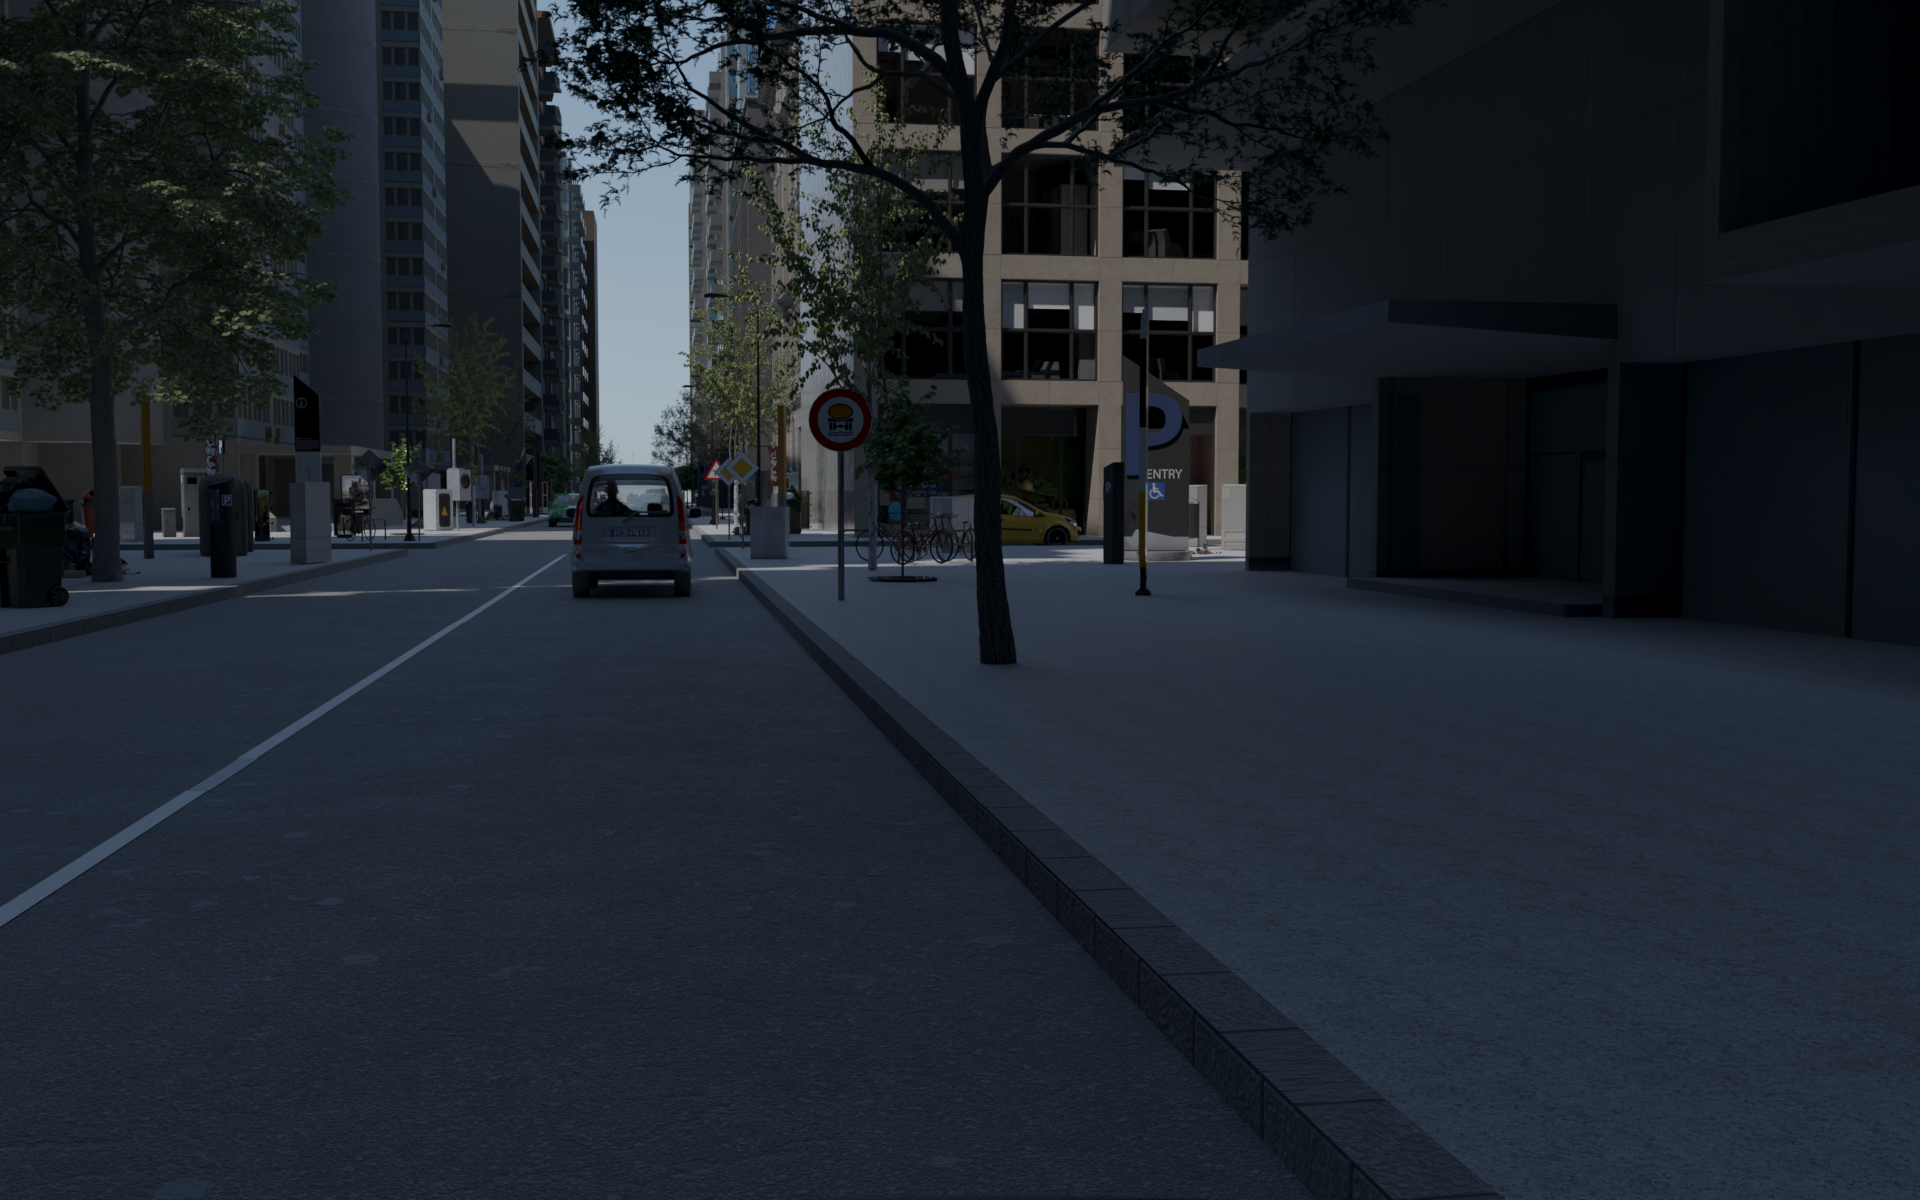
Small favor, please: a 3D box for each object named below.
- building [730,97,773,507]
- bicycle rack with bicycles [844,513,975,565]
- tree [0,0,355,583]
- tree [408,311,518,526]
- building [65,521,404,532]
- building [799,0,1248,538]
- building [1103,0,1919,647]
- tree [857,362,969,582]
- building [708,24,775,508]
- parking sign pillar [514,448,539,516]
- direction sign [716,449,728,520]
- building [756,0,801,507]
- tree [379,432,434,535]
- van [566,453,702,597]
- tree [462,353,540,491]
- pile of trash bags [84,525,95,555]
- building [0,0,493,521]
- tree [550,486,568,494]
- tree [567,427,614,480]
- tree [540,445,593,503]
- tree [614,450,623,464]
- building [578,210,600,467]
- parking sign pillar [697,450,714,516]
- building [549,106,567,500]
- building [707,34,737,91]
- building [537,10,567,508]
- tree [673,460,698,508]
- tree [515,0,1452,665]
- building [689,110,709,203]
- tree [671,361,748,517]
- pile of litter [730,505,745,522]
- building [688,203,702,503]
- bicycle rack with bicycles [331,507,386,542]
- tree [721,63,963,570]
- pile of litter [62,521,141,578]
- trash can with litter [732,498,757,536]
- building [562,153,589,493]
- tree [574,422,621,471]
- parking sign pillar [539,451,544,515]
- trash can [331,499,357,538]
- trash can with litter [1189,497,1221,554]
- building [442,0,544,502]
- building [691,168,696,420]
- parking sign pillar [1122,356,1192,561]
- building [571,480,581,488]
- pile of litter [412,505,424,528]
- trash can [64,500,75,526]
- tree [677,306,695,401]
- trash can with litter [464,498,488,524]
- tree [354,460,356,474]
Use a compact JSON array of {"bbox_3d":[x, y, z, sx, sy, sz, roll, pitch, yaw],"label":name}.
[{"bbox_3d":[-7.171,-19.481,112.027,14.314,27.812,24.014,-1,4,-10],"label":"building"},{"bbox_3d":[-0.805,-1.185,32.763,2.925,0.926,2.852,-3,5,-39],"label":"bicycle rack with bicycles"},{"bbox_3d":[-12.901,-6.545,25.139,7.486,12.596,7.792,0,3,0],"label":"tree"},{"bbox_3d":[-19.579,-7.238,68.710,4.737,8.622,4.395,0,3,0],"label":"tree"},{"bbox_3d":[-38.390,-22.697,62.976,32.217,40.220,23.993,-1,4,-10],"label":"building"},{"bbox_3d":[11.995,-15.784,62.592,34.151,26.468,19.350,-1,4,-10],"label":"building"},{"bbox_3d":[17.796,-26.185,17.365,28.713,52.752,27.495,-1,4,-10],"label":"building"},{"bbox_3d":[-0.844,-1.883,25.395,1.663,3.219,1.824,0,3,0],"label":"tree"},{"bbox_3d":[-10.506,-51.218,150.086,22.319,86.520,31.000,-1,4,-10],"label":"building"},{"bbox_3d":[-25.318,-6.808,99.786,1.447,3.967,1.447,0,4,-3],"label":"parking sign pillar"},{"bbox_3d":[-11.975,-5.826,87.247,0.876,3.537,0.379,3,4,38],"label":"direction sign"},{"bbox_3d":[-2.776,-18.405,88.307,14.401,28.519,23.554,-1,4,-10],"label":"building"},{"bbox_3d":[-17.492,-3.649,54.267,1.663,3.219,1.824,0,3,0],"label":"tree"},{"bbox_3d":[-4.813,-1.133,25.537,2.013,2.044,4.112,-1,4,-9],"label":"van"},{"bbox_3d":[-23.696,-8.525,89.744,4.360,8.622,3.978,0,3,0],"label":"tree"},{"bbox_3d":[-19.254,-1.575,35.507,3.447,1.369,1.912,-3,5,-40],"label":"pile of trash bags"},{"bbox_3d":[-44.217,-25.183,103.617,32.217,40.220,23.993,-1,4,-10],"label":"building"},{"bbox_3d":[-31.513,-8.621,135.554,1.663,3.219,1.824,0,3,0],"label":"tree"},{"bbox_3d":[-41.057,-14.683,190.430,4.360,8.622,3.978,0,3,0],"label":"tree"},{"bbox_3d":[-27.425,-8.103,116.198,4.285,4.588,4.351,0,3,0],"label":"tree"},{"bbox_3d":[-55.638,-19.947,276.494,4.360,8.622,3.978,0,3,0],"label":"tree"},{"bbox_3d":[-62.382,-37.556,264.146,14.600,45.320,14.200,-1,4,-10],"label":"building"},{"bbox_3d":[-14.826,-6.891,101.145,1.447,3.967,1.447,-3,4,-38],"label":"parking sign pillar"},{"bbox_3d":[-47.800,-30.127,176.164,14.154,41.232,14.086,-1,4,-10],"label":"building"},{"bbox_3d":[-15.202,-34.389,181.862,23.786,49.044,30.456,-1,4,-10],"label":"building"},{"bbox_3d":[-46.936,-30.544,154.014,22.147,44.769,28.867,-1,4,-10],"label":"building"},{"bbox_3d":[-27.630,-11.573,172.933,4.285,4.588,4.351,0,3,0],"label":"tree"},{"bbox_3d":[-0.049,-4.800,12.897,7.601,10.594,8.767,0,4,6],"label":"tree"},{"bbox_3d":[-30.907,-44.339,266.940,21.231,58.520,28.212,-1,4,-10],"label":"building"},{"bbox_3d":[-13.599,-8.854,95.126,4.360,8.622,3.978,0,3,0],"label":"tree"},{"bbox_3d":[-9.890,-4.037,79.975,1.719,0.858,1.176,3,5,44],"label":"pile of litter"},{"bbox_3d":[-31.354,-34.396,245.966,14.154,41.232,14.086,-1,4,-10],"label":"building"},{"bbox_3d":[-17.062,-2.072,47.267,2.852,0.926,2.925,0,4,3],"label":"bicycle rack with bicycles"},{"bbox_3d":[-1.685,-4.799,28.828,4.737,8.622,4.395,0,3,0],"label":"tree"},{"bbox_3d":[-13.570,-0.803,27.093,1.176,0.858,1.719,2,4,29],"label":"pile of litter"},{"bbox_3d":[-6.638,-2.582,53.610,1.055,1.170,0.624,2,4,35],"label":"trash can with litter"},{"bbox_3d":[-63.457,-37.982,240.620,23.786,49.044,30.456,-1,4,-10],"label":"building"},{"bbox_3d":[-37.782,-13.979,178.919,4.737,8.622,4.395,0,3,0],"label":"tree"},{"bbox_3d":[-26.486,-7.309,107.966,1.447,3.967,1.447,3,4,39],"label":"parking sign pillar"},{"bbox_3d":[-18.058,-2.395,50.806,0.748,1.137,0.748,0,3,0],"label":"trash can"},{"bbox_3d":[4.484,-1.597,37.170,2.233,1.210,1.678,1,4,9],"label":"trash can with litter"},{"bbox_3d":[-42.778,-30.867,128.380,21.300,48.544,21.600,-1,4,-10],"label":"building"},{"bbox_3d":[-23.371,-36.999,224.548,23.786,49.044,30.456,-1,4,-10],"label":"building"},{"bbox_3d":[3.797,-2.761,33.609,1.447,3.967,1.447,0,4,6],"label":"parking sign pillar"},{"bbox_3d":[-62.513,-31.886,213.209,32.217,40.220,23.993,-1,4,-10],"label":"building"},{"bbox_3d":[-20.550,-3.202,66.326,1.176,0.858,1.719,0,4,3],"label":"pile of litter"},{"bbox_3d":[-23.461,-2.052,45.197,0.748,1.137,0.748,0,3,0],"label":"trash can"},{"bbox_3d":[-7.445,-6.660,59.246,4.737,8.622,4.395,0,3,0],"label":"tree"},{"bbox_3d":[-21.083,-3.925,75.559,1.055,1.170,0.624,1,4,16],"label":"trash can with litter"},{"bbox_3d":[-30.010,-5.609,86.315,1.663,3.219,1.824,0,3,0],"label":"tree"}]
